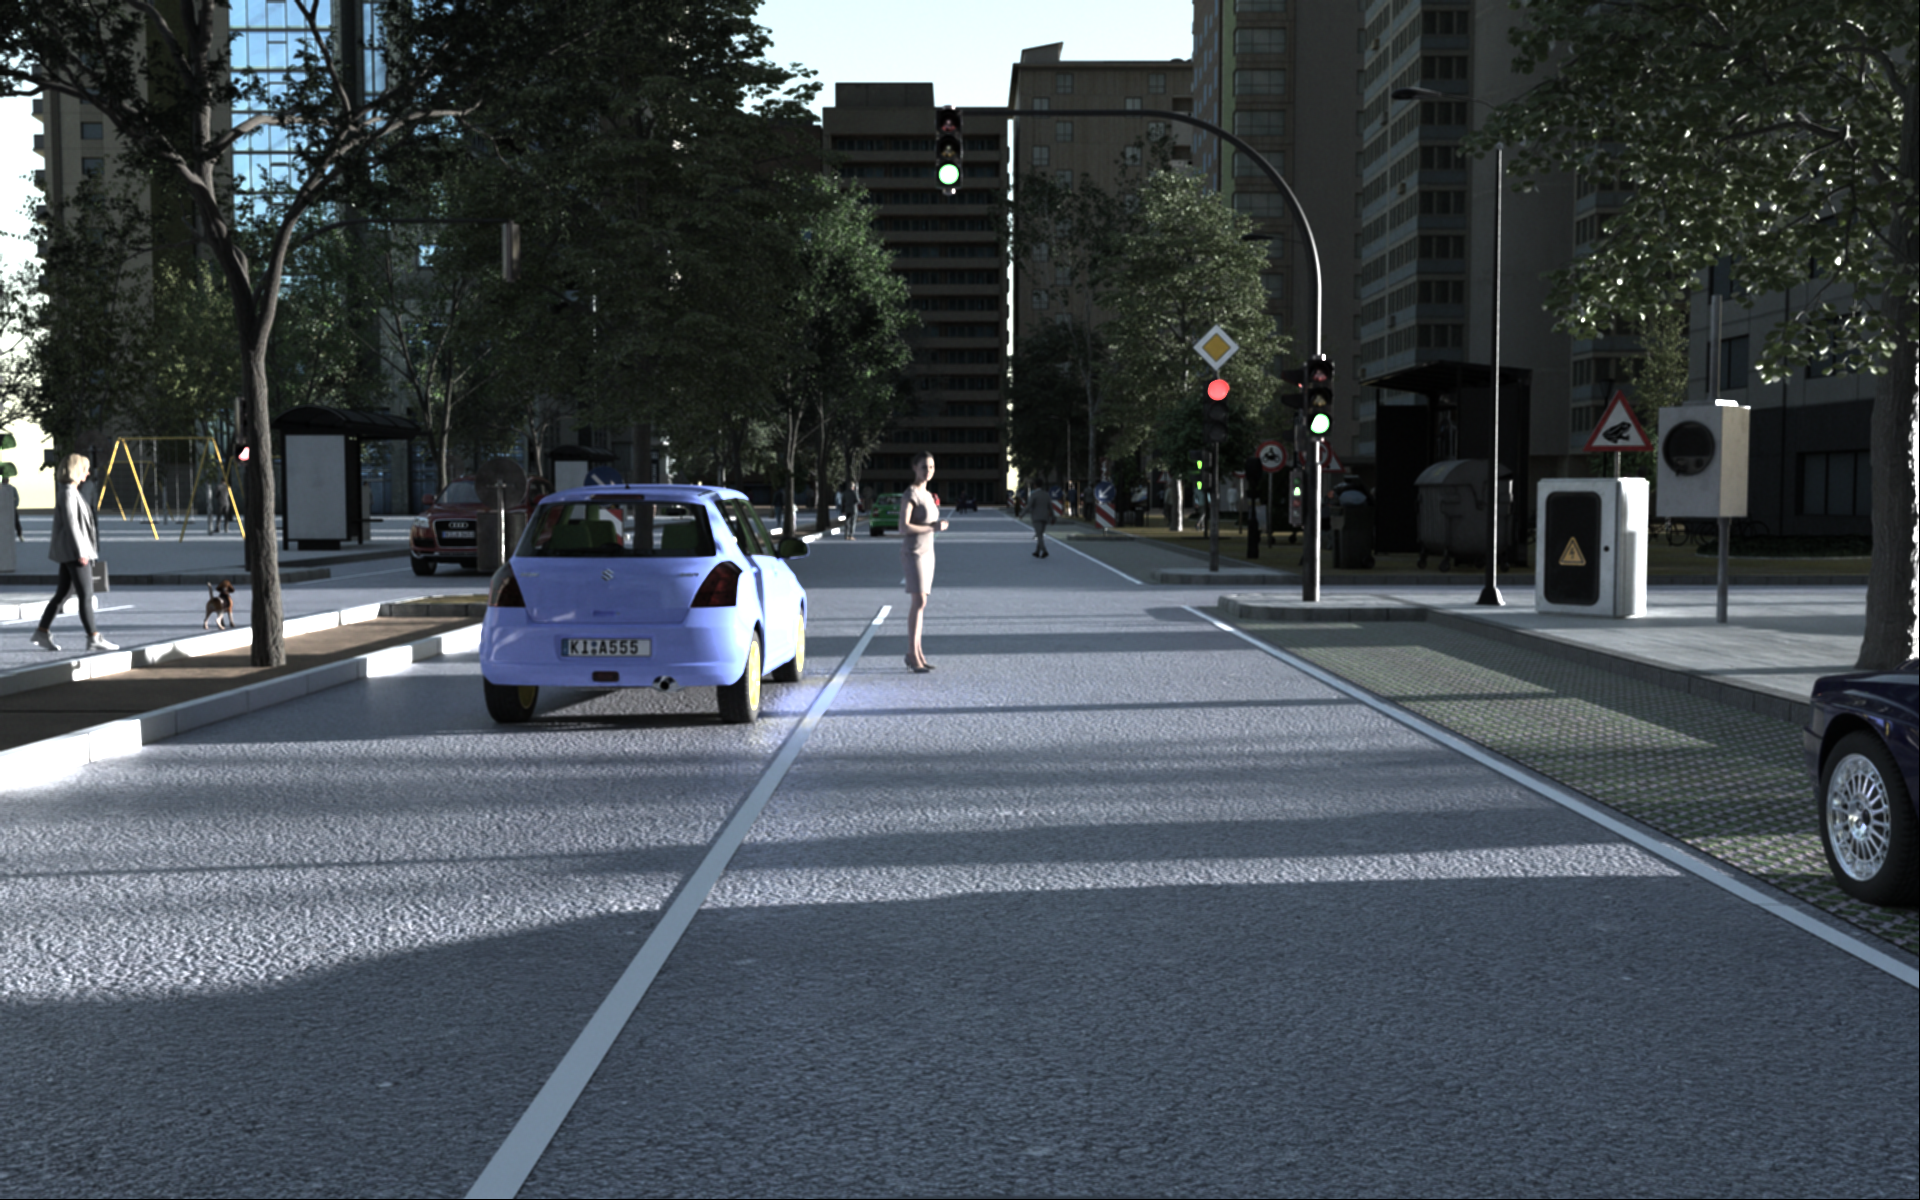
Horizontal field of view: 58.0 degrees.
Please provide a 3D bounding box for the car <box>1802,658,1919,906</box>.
[{"bbox_3d":[3.964,0.473,4.851,1.945,1.354,3.894,0,4,1],"label":"car"}]

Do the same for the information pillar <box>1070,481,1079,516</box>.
[{"bbox_3d":[6.654,-5.821,99.657,0.304,2.012,0.304,0,4,-7],"label":"information pillar"}]

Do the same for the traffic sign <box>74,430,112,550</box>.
[{"bbox_3d":[-17.253,-2.101,34.458,0.768,2.556,0.104,0,4,3],"label":"traffic sign"}]

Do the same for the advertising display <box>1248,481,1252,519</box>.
[{"bbox_3d":[7.900,-2.534,46.643,0.123,1.923,0.974,0,4,1],"label":"advertising display"}]

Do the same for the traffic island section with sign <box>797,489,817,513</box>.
[{"bbox_3d":[-11.247,-7.459,130.583,1.989,1.847,2.006,0,4,0],"label":"traffic island section with sign"}]

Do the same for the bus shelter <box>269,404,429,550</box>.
[{"bbox_3d":[-14.658,-2.931,41.841,2.014,3.302,5.546,0,3,0],"label":"bus shelter"}]

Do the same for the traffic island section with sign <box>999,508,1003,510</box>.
[{"bbox_3d":[4.536,-9.162,158.427,1.989,1.847,2.006,0,4,0],"label":"traffic island section with sign"}]

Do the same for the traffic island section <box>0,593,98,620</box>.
[{"bbox_3d":[-11.820,0.089,20.825,2.009,0.180,2.903,0,4,0],"label":"traffic island section"}]

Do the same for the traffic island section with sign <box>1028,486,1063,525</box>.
[{"bbox_3d":[4.366,-4.459,81.533,1.989,1.847,2.006,0,4,0],"label":"traffic island section with sign"}]

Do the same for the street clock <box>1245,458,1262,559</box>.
[{"bbox_3d":[5.845,-1.831,34.504,0.358,2.002,0.471,2,4,26],"label":"street clock"}]

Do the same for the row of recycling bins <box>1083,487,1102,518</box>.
[{"bbox_3d":[7.248,-5.395,95.318,1.069,1.692,3.534,0,4,2],"label":"row of recycling bins"}]

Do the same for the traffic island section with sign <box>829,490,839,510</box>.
[{"bbox_3d":[-11.185,-9.108,157.538,1.989,1.847,2.006,0,4,0],"label":"traffic island section with sign"}]

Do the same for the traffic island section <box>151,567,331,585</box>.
[{"bbox_3d":[-11.802,-0.399,28.810,2.009,0.180,2.903,0,4,0],"label":"traffic island section"}]

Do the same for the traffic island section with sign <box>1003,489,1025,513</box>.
[{"bbox_3d":[4.469,-7.455,130.523,1.989,1.847,2.006,0,4,0],"label":"traffic island section with sign"}]

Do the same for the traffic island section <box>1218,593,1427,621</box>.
[{"bbox_3d":[4.221,0.092,20.784,2.009,0.180,2.903,0,4,0],"label":"traffic island section"}]

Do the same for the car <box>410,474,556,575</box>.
[{"bbox_3d":[-8.662,-1.441,32.236,2.281,1.827,5.304,0,4,-2],"label":"car"}]

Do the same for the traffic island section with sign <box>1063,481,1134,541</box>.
[{"bbox_3d":[4.302,-2.736,53.368,1.989,1.847,2.006,0,4,0],"label":"traffic island section with sign"}]

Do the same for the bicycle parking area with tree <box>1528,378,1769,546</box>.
[{"bbox_3d":[15.717,-3.586,45.633,9.016,4.147,8.231,0,4,3],"label":"bicycle parking area with tree"}]

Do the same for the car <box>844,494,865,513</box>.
[{"bbox_3d":[-8.164,-7.556,132.574,2.155,1.783,4.494,0,4,-1],"label":"car"}]

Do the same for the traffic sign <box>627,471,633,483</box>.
[{"bbox_3d":[-15.140,-4.940,80.770,0.884,2.594,0.081,0,4,4],"label":"traffic sign"}]

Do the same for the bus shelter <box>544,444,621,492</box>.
[{"bbox_3d":[-15.775,-4.819,72.712,2.014,3.302,5.546,0,4,0],"label":"bus shelter"}]

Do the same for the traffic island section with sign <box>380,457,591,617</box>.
[{"bbox_3d":[-5.737,-0.790,21.045,2.006,1.907,1.989,0,4,0],"label":"traffic island section with sign"}]

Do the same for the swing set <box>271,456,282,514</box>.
[{"bbox_3d":[-28.832,-4.529,71.661,3.119,2.851,2.862,0,4,5],"label":"swing set"}]

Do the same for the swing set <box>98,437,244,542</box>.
[{"bbox_3d":[-21.723,-3.060,47.655,3.119,2.851,2.862,1,4,12],"label":"swing set"}]

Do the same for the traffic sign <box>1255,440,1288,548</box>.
[{"bbox_3d":[7.345,-2.498,40.956,0.768,2.556,0.104,0,4,4],"label":"traffic sign"}]

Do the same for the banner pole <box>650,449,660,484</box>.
[{"bbox_3d":[-15.186,-5.819,85.158,0.863,3.779,0.401,-1,4,-10],"label":"banner pole"}]

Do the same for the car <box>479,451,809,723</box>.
[{"bbox_3d":[-2.072,-0.156,12.143,1.945,1.707,3.694,0,4,1],"label":"car"}]

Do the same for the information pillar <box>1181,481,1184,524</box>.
[{"bbox_3d":[9.390,-4.268,74.278,0.304,2.012,0.304,-2,4,-34],"label":"information pillar"}]

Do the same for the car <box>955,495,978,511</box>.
[{"bbox_3d":[0.545,-8.036,143.966,1.945,1.354,3.894,0,4,-1],"label":"car"}]

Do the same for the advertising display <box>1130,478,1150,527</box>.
[{"bbox_3d":[7.129,-3.885,68.736,0.123,1.923,0.974,-3,5,-42],"label":"advertising display"}]

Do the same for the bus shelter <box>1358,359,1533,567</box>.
[{"bbox_3d":[9.215,-2.574,33.376,1.731,3.624,6.357,0,4,0],"label":"bus shelter"}]

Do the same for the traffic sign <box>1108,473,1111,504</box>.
[{"bbox_3d":[8.944,-6.355,103.907,0.884,2.594,0.081,0,4,8],"label":"traffic sign"}]

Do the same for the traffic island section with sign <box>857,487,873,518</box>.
[{"bbox_3d":[-5.552,-5.838,103.591,2.006,1.907,1.989,0,4,0],"label":"traffic island section with sign"}]

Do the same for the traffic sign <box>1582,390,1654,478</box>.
[{"bbox_3d":[8.212,-1.326,21.676,0.884,2.594,0.081,0,4,1],"label":"traffic sign"}]

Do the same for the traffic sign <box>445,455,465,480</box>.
[{"bbox_3d":[-16.375,-3.415,55.943,0.768,2.556,0.104,0,4,2],"label":"traffic sign"}]

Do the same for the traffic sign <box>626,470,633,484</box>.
[{"bbox_3d":[-17.242,-5.590,91.494,0.768,2.556,0.104,0,4,1],"label":"traffic sign"}]

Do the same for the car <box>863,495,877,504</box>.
[{"bbox_3d":[-7.682,-8.078,144.656,1.945,1.354,3.894,0,4,1],"label":"car"}]

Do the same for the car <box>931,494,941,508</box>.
[{"bbox_3d":[-3.057,-10.403,179.131,2.155,1.783,4.494,0,4,0],"label":"car"}]

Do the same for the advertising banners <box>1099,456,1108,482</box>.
[{"bbox_3d":[7.181,-5.090,79.410,2.074,3.025,0.090,3,5,44],"label":"advertising banners"}]

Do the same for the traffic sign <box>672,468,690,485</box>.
[{"bbox_3d":[-13.900,-5.277,86.276,0.884,2.594,0.081,0,4,1],"label":"traffic sign"}]

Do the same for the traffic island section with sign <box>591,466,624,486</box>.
[{"bbox_3d":[-5.711,-1.243,28.452,2.006,1.907,1.989,0,4,0],"label":"traffic island section with sign"}]

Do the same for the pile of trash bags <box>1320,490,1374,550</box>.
[{"bbox_3d":[9.184,-1.915,41.059,1.912,1.369,3.447,0,4,-1],"label":"pile of trash bags"}]

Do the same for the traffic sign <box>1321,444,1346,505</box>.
[{"bbox_3d":[9.143,-2.635,43.085,0.884,2.594,0.081,0,4,2],"label":"traffic sign"}]

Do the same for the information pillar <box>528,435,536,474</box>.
[{"bbox_3d":[-17.082,-4.757,69.133,0.183,3.616,0.504,1,4,12],"label":"information pillar"}]

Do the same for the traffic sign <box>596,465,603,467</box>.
[{"bbox_3d":[-15.892,-4.679,76.600,0.768,2.556,0.104,1,4,10],"label":"traffic sign"}]

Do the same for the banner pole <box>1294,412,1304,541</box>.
[{"bbox_3d":[9.259,-3.468,46.723,0.863,3.779,0.401,-3,4,-37],"label":"banner pole"}]

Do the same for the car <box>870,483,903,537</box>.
[{"bbox_3d":[-2.108,-3.112,59.677,1.959,1.807,4.718,0,4,1],"label":"car"}]

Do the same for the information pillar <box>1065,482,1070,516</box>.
[{"bbox_3d":[6.329,-5.934,101.515,0.304,2.012,0.304,2,4,24],"label":"information pillar"}]

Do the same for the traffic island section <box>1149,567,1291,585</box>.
[{"bbox_3d":[4.239,-0.397,28.769,2.009,0.180,2.903,0,4,0],"label":"traffic island section"}]

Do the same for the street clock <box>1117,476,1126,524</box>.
[{"bbox_3d":[6.429,-3.935,68.908,0.358,2.002,0.471,1,4,9],"label":"street clock"}]
